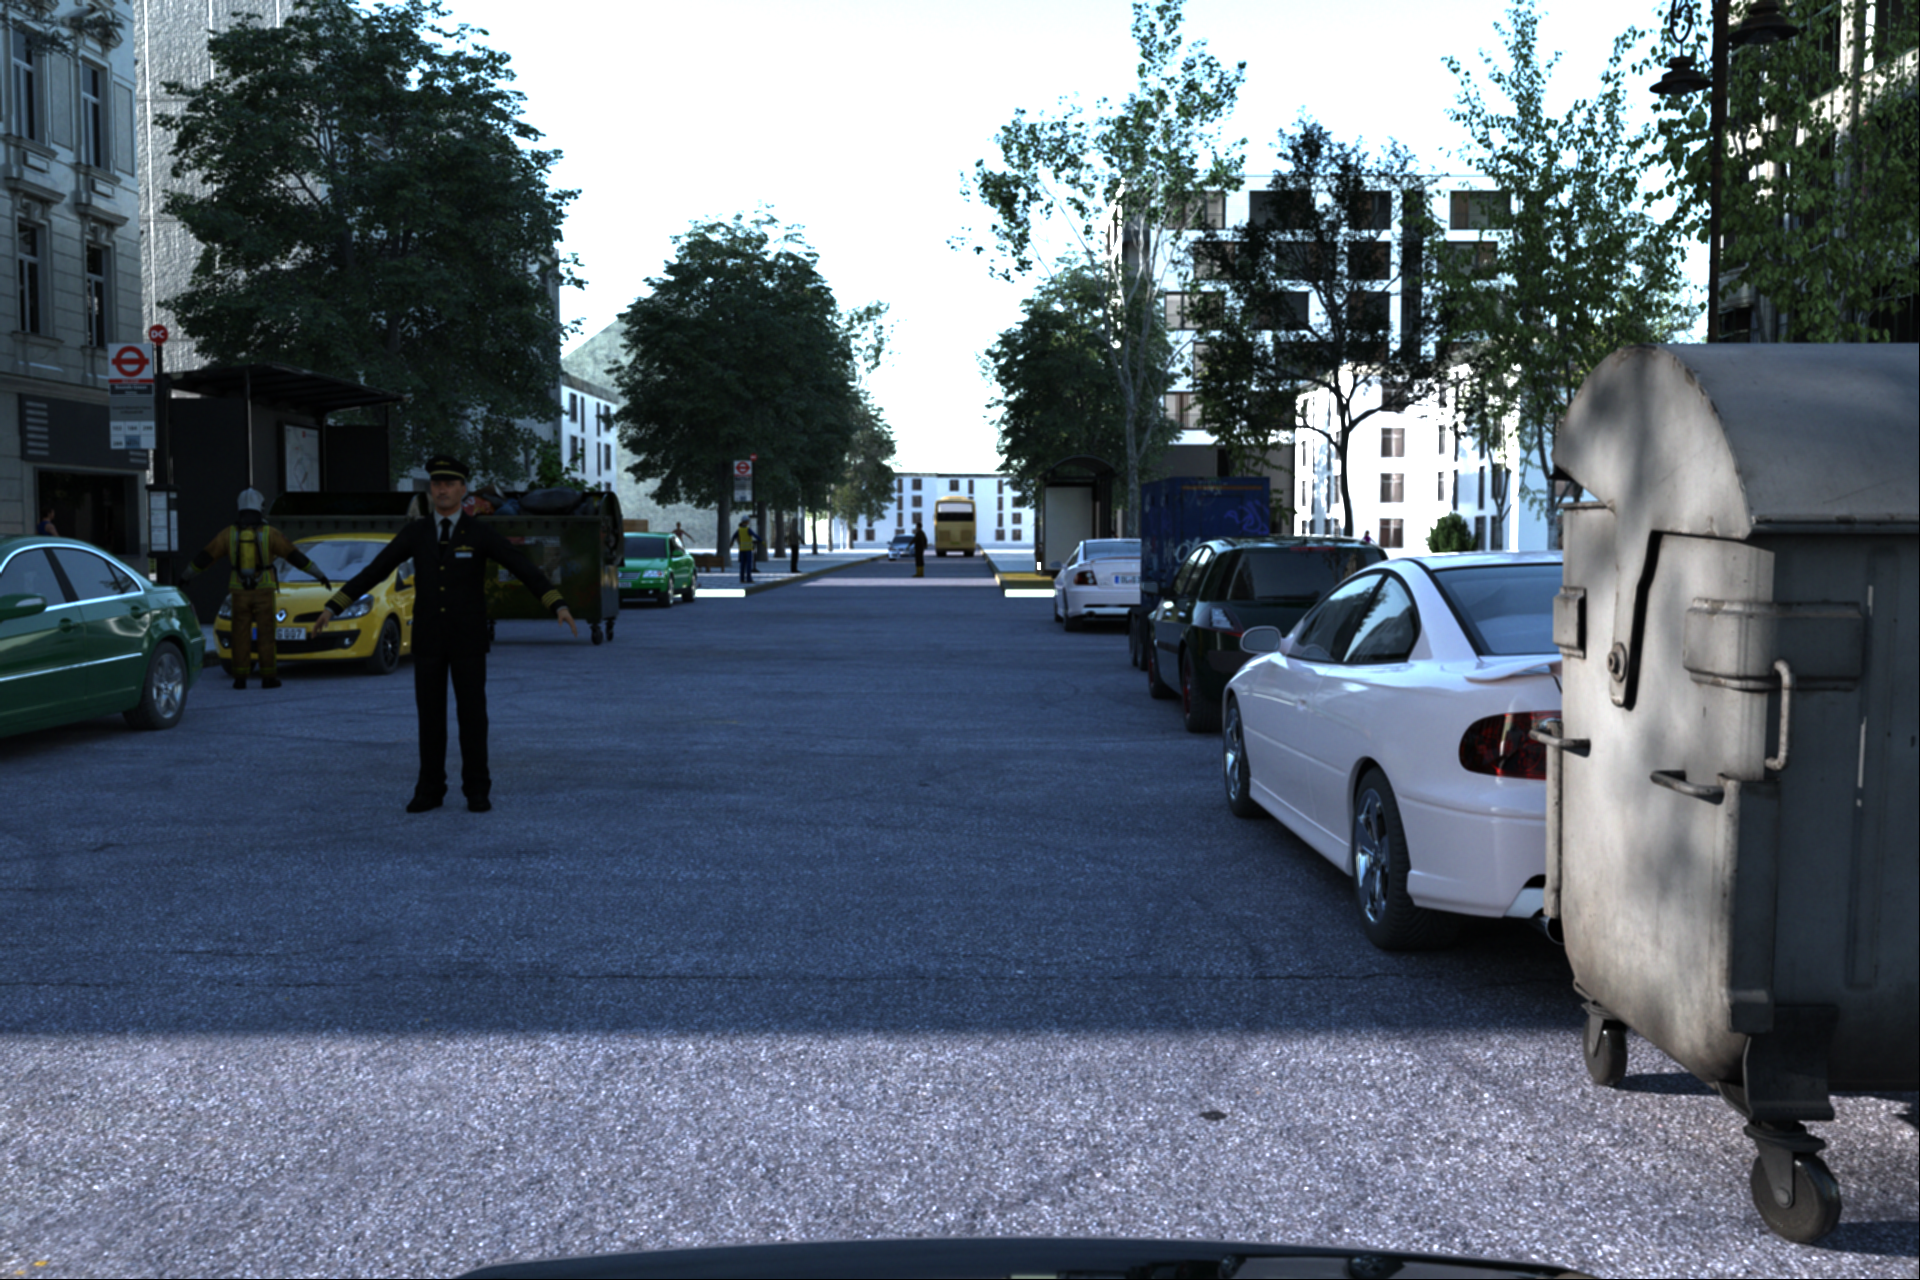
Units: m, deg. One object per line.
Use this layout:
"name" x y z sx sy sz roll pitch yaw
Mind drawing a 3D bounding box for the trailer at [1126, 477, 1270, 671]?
"trailer" 2.568 -0.742 19.187 1.471 1.999 3.904 0 4 -1

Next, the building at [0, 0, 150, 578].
"building" -29.272 -15.226 25.354 17.030 29.872 44.131 0 4 1

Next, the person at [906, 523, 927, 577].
"person" -1.382 -3.003 57.689 0.704 1.812 1.346 2 4 27

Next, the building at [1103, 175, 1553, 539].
"building" 23.232 -16.588 115.181 27.936 21.610 32.646 0 3 0

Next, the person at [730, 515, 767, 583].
"person" -5.541 -2.373 45.266 1.216 1.772 0.721 2 4 33

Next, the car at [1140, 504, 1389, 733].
"car" 2.497 -0.250 13.881 2.009 1.686 4.222 0 4 1

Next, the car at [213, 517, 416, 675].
"car" -6.632 -0.528 18.861 2.015 1.641 3.980 0 4 1

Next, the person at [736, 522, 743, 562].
"person" -9.879 -4.428 78.577 0.705 1.806 1.347 1 4 20

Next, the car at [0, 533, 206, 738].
"car" -6.726 0.026 11.372 2.131 1.459 4.920 0 4 0

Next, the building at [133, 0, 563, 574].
"building" -28.596 -12.532 71.350 16.747 18.905 31.486 0 4 1

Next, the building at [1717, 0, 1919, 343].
"building" 26.704 -13.071 30.358 14.369 24.946 33.146 0 3 0

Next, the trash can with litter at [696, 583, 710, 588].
"trash can with litter" -6.737 -1.886 41.901 1.678 1.210 2.233 0 4 2

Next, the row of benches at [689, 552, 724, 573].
"row of benches" -9.453 -2.681 59.296 1.422 0.672 4.104 -3 5 -40

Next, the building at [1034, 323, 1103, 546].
"building" 21.762 -20.814 184.285 27.936 21.610 32.646 0 3 0

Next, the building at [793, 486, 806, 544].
"building" -28.663 -21.000 209.800 16.747 18.905 31.486 0 4 0

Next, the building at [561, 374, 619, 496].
"building" -24.957 -9.882 103.726 9.099 9.664 28.070 0 4 0

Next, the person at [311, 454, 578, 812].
"person" -2.656 -0.037 8.999 1.347 1.837 0.705 0 4 -4

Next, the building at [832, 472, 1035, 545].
"building" -3.517 -17.722 234.366 28.070 9.664 9.099 0 4 -7

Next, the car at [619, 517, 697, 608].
"car" -6.482 -1.608 35.084 1.959 1.807 4.718 0 4 0

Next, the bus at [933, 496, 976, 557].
"bus" -0.323 -7.349 111.703 2.896 3.916 12.252 0 4 0

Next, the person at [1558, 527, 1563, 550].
"person" 16.743 -2.546 47.483 1.347 1.847 0.705 -1 4 -16

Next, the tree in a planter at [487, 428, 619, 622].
"tree in a planter" -6.862 -1.959 29.253 1.991 3.239 1.994 0 4 1

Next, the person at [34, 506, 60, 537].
"person" -17.431 -1.652 33.180 1.345 1.807 0.704 3 4 36

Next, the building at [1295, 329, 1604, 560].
"building" 23.575 -8.733 84.940 9.099 9.664 28.070 0 3 0

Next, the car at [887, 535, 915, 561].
"car" -2.850 -4.901 92.130 2.014 1.417 4.499 0 4 1

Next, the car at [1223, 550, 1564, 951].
"car" 2.323 0.306 7.352 2.083 1.381 4.827 0 4 -1

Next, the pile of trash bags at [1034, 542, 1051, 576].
"pile of trash bags" 3.269 -2.711 54.085 1.912 1.369 3.447 0 4 0

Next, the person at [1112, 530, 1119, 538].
"person" 6.157 -4.068 72.660 1.345 1.843 0.704 -1 4 -21

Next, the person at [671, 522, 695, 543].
"person" -10.591 -3.576 65.272 1.217 1.733 0.721 -1 4 -14

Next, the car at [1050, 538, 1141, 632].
"car" 2.457 -0.885 26.825 2.083 1.381 4.827 0 4 0

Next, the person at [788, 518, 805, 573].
"person" -5.416 -3.117 57.087 0.705 1.813 1.348 -2 4 -24

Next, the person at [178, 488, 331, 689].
"person" -6.565 -0.481 16.093 1.354 1.858 0.705 -1 4 -12

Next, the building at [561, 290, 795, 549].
"building" -25.811 -20.252 162.051 19.493 23.208 18.063 0 4 1

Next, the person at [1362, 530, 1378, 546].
"person" 16.795 -3.788 71.206 0.599 1.433 0.991 -2 4 -35
